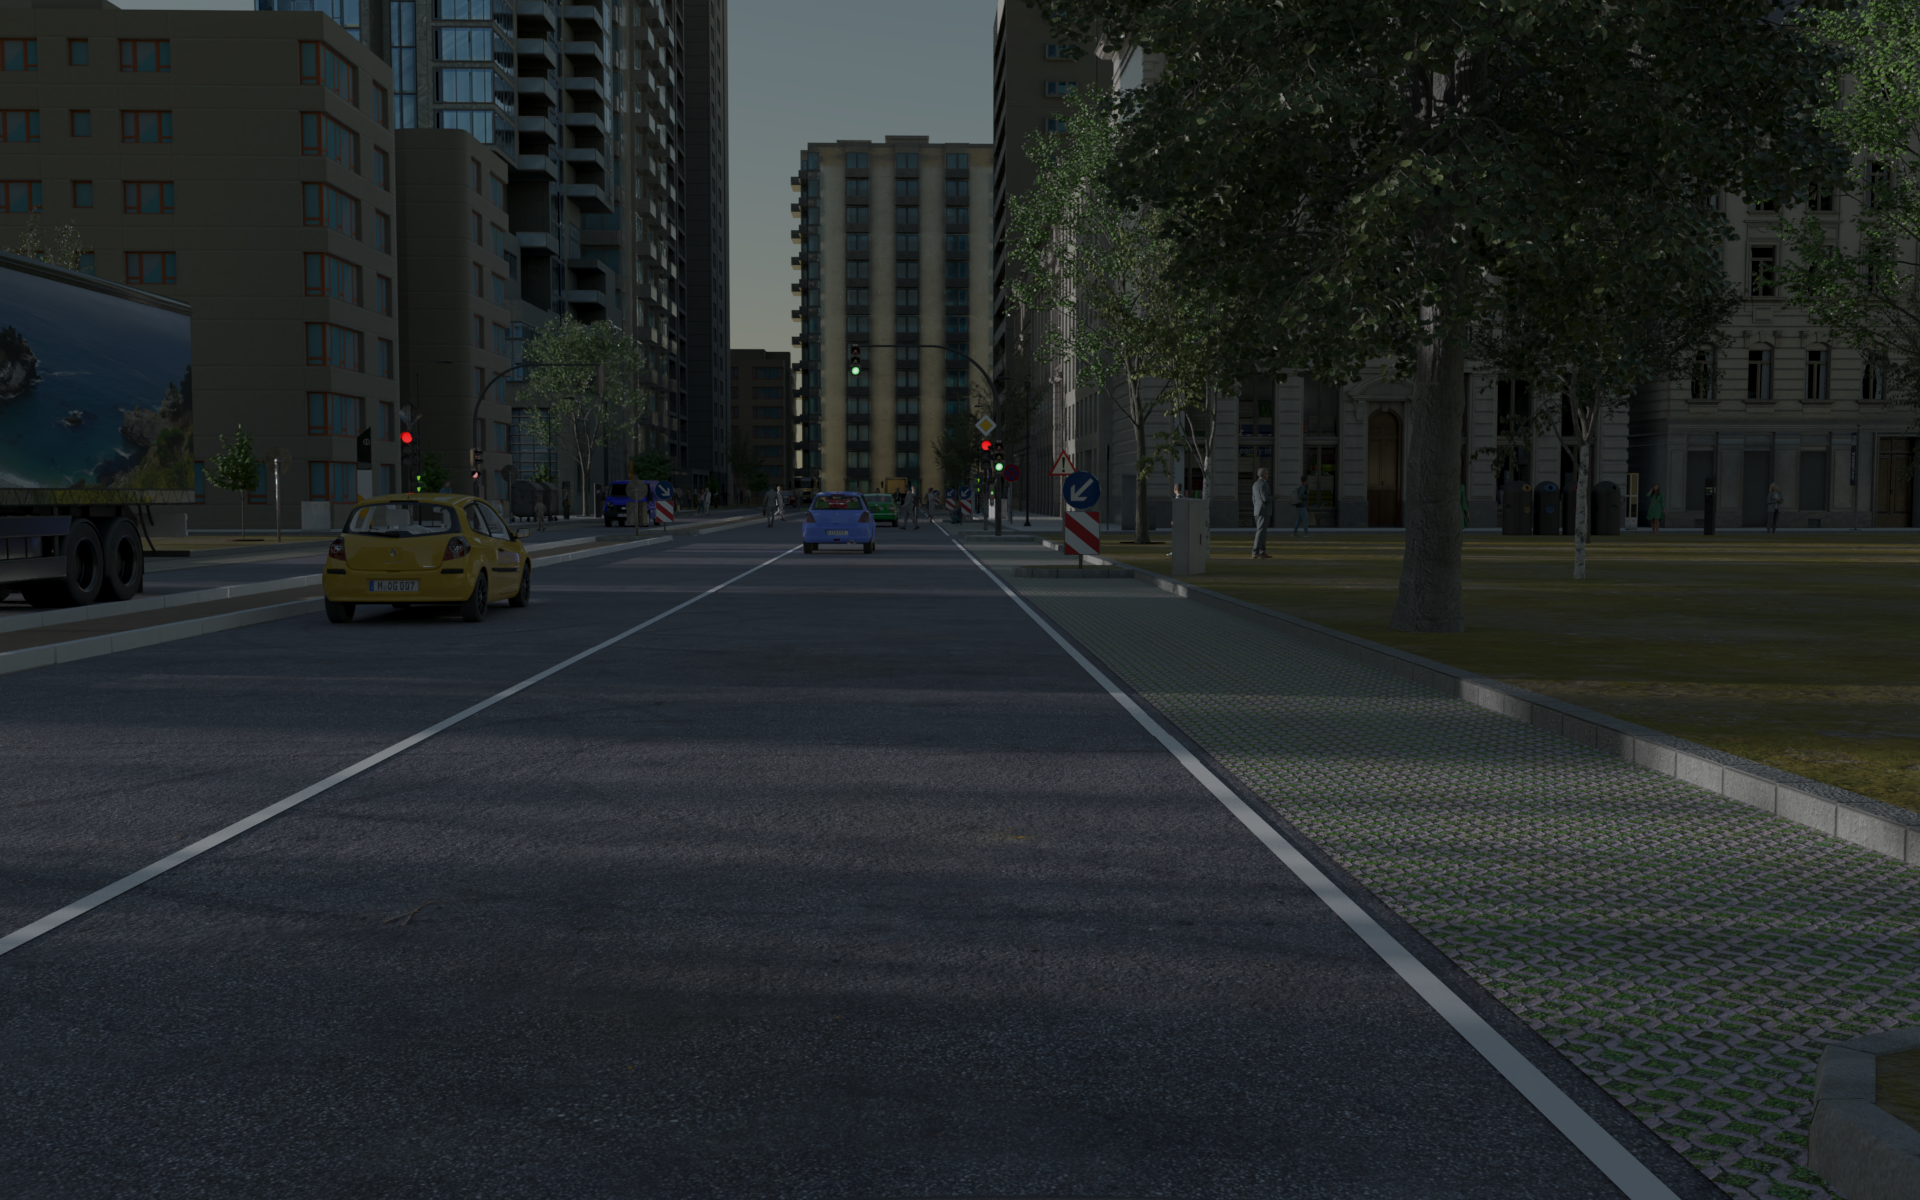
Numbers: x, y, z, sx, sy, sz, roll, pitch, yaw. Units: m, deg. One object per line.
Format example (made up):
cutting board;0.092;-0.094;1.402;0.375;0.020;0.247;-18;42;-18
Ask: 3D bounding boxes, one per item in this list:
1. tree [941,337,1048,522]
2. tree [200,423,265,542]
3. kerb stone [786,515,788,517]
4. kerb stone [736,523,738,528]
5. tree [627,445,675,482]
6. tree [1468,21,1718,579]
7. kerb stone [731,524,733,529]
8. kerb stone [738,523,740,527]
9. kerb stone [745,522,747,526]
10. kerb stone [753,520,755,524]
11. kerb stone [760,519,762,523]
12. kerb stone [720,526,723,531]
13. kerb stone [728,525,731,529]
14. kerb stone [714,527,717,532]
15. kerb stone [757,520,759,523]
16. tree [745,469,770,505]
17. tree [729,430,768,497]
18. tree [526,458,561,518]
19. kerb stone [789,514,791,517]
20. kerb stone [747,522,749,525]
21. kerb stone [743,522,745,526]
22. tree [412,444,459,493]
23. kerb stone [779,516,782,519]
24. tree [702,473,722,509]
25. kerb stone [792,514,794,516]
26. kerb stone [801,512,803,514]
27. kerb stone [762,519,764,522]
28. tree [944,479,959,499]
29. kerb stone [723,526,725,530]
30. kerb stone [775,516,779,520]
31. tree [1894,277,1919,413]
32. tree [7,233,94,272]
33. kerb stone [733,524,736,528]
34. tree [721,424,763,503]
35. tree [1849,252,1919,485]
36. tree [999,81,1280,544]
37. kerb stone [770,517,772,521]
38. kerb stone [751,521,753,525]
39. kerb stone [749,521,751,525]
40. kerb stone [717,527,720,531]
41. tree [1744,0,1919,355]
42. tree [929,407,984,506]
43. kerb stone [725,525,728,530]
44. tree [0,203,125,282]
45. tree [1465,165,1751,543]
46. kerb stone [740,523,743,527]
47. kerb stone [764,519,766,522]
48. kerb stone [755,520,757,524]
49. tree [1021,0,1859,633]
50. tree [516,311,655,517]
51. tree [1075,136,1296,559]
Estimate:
tree;2.096;-7.975;80.754;4.360;8.622;3.978;0;3;0
tree;-19.570;-3.224;47.320;1.663;3.219;1.824;0;3;0
kerb stone;-10.567;-4.991;103.805;0.120;0.150;1.000;0;4;-2
kerb stone;-9.581;-3.111;73.055;0.120;0.150;1.000;0;4;-2
tree;-20.853;-8.149;116.947;4.285;4.588;4.351;0;3;0
tree;9.421;-4.640;26.231;4.360;8.622;3.978;0;3;0
kerb stone;-9.509;-2.985;71.003;0.120;0.150;1.000;0;4;-2
kerb stone;-9.611;-3.171;74.082;0.120;0.150;1.000;0;4;-2
kerb stone;-9.712;-3.361;77.153;0.120;0.150;1.000;0;4;-2
kerb stone;-9.839;-3.613;81.263;0.120;0.150;1.000;0;4;-2
kerb stone;-9.974;-3.864;85.378;0.120;0.150;1.000;0;4;-2
kerb stone;-9.382;-2.734;66.902;0.120;0.150;1.000;0;4;-2
kerb stone;-9.478;-2.919;69.973;0.120;0.150;1.000;0;4;-2
kerb stone;-9.308;-2.609;64.859;0.120;0.150;1.000;0;4;-2
kerb stone;-9.908;-3.729;83.327;0.120;0.150;1.000;0;4;-2
tree;-24.980;-14.010;212.777;4.285;4.588;4.351;0;3;0
tree;-23.972;-14.927;194.422;4.360;8.622;3.978;0;3;0
tree;-21.933;-5.939;91.699;1.663;3.219;1.824;0;3;0
kerb stone;-10.657;-5.180;106.892;0.120;0.150;1.000;0;4;-2
kerb stone;-9.745;-3.423;78.186;0.120;0.150;1.000;0;4;-2
kerb stone;-9.675;-3.291;76.130;0.120;0.150;1.000;0;4;-2
tree;-20.486;-4.425;66.945;1.663;3.219;1.824;0;3;0
kerb stone;-10.439;-4.740;99.710;0.120;0.150;1.000;0;4;-2
tree;-22.031;-9.759;154.162;1.663;3.219;1.824;0;3;0
kerb stone;-10.769;-5.368;109.969;0.120;0.150;1.000;0;4;-2
kerb stone;-11.066;-5.933;119.204;0.120;0.150;1.000;0;4;-2
kerb stone;-10.008;-3.927;86.400;0.120;0.150;1.000;0;4;-2
tree;-1.113;-12.408;197.466;1.663;3.219;1.824;0;3;0
kerb stone;-9.411;-2.796;67.924;0.120;0.150;1.000;0;4;-2
kerb stone;-10.339;-4.553;96.639;0.120;0.150;1.000;0;4;-2
tree;29.483;-6.151;50.934;4.737;8.622;4.395;0;3;0
tree;-25.798;-6.081;49.782;4.737;8.622;4.395;0;3;0
kerb stone;-9.549;-3.048;72.024;0.120;0.150;1.000;0;4;-2
tree;-23.276;-14.247;183.293;4.737;8.622;4.395;0;3;0
tree;25.953;-5.824;45.578;4.360;8.622;3.978;0;3;0
tree;4.569;-7.264;44.519;9.928;11.665;9.643;0;3;0
kerb stone;-10.176;-4.240;91.516;0.120;0.150;1.000;0;4;-2
kerb stone;-9.807;-3.548;80.241;0.120;0.150;1.000;0;4;-2
kerb stone;-9.781;-3.488;79.219;0.120;0.150;1.000;0;4;-2
kerb stone;-9.354;-2.672;65.880;0.120;0.150;1.000;0;4;-2
tree;17.486;-6.335;29.326;9.928;11.665;9.643;0;3;0
tree;-0.272;-12.507;154.847;4.737;8.622;4.395;0;3;0
kerb stone;-9.448;-2.858;68.951;0.120;0.150;1.000;0;4;-2
tree;-23.841;-5.780;44.868;4.360;8.622;3.978;0;3;0
tree;16.567;-6.758;44.907;7.601;10.594;8.767;-2;4;-33
kerb stone;-9.641;-3.236;75.107;0.120;0.150;1.000;0;4;-2
kerb stone;-10.042;-3.989;87.423;0.120;0.150;1.000;0;4;-2
kerb stone;-9.875;-3.665;82.300;0.120;0.150;1.000;0;4;-2
tree;4.444;-6.691;16.057;9.857;13.997;8.962;0;3;0
tree;-21.186;-10.540;98.082;9.928;11.665;9.643;0;3;0
tree;4.684;-5.123;34.118;4.737;8.622;4.395;0;3;0
